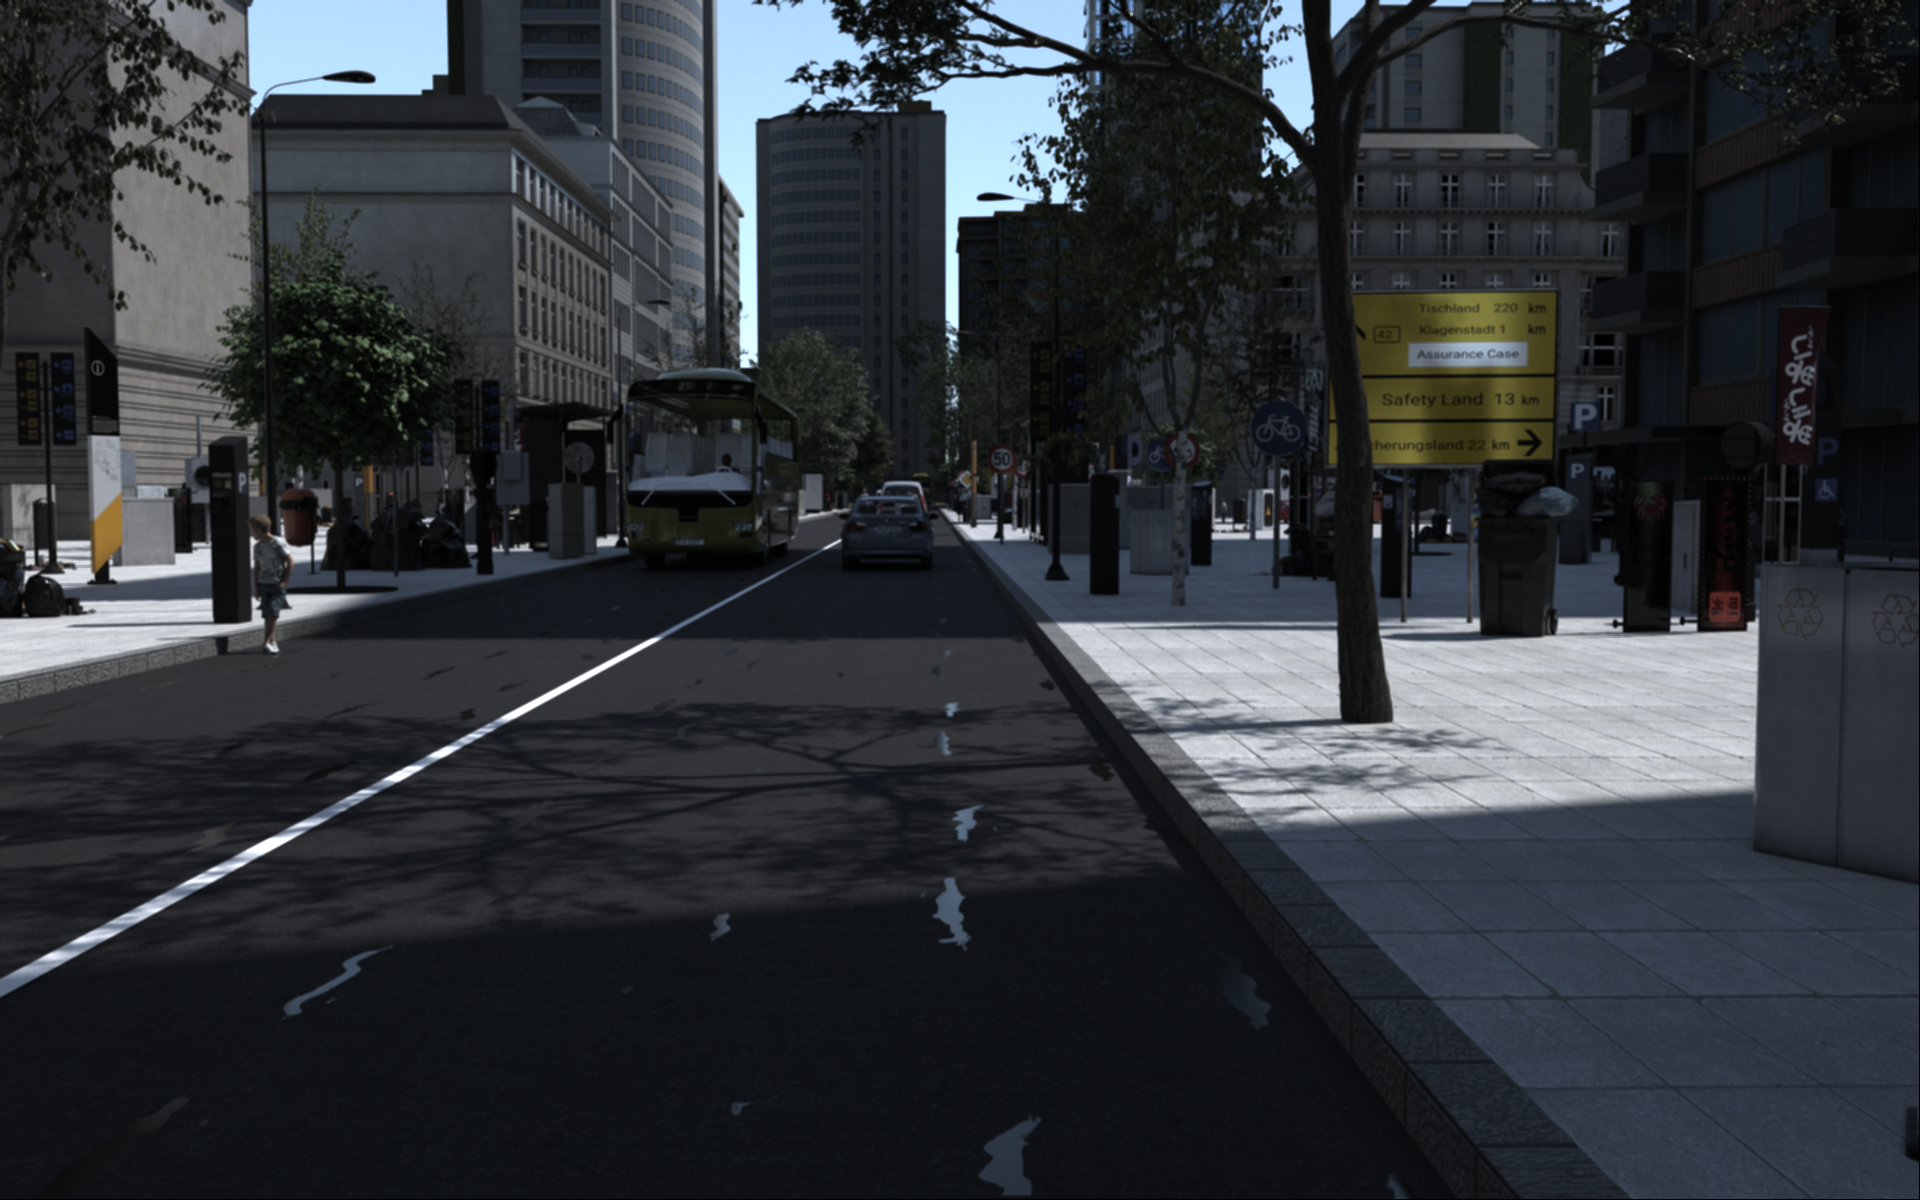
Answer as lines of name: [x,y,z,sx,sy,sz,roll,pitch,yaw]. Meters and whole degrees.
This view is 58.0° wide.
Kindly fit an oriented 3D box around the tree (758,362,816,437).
tree: [-10.148,-8.903,95.921,4.737,8.622,4.395,0,3,0]

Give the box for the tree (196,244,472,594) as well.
tree: [-8.279,-2.391,22.804,4.285,4.588,4.351,0,3,0]

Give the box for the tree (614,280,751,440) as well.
tree: [-9.166,-6.660,59.248,4.360,8.622,3.978,0,3,0]

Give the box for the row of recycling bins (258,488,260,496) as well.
row of recycling bins: [-36.063,-4.867,86.692,3.534,1.692,1.069,3,5,39]

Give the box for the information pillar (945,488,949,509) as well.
information pillar: [-1.105,-9.053,152.500,0.304,2.012,0.304,1,4,12]

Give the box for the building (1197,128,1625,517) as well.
building: [26.676,-15.841,100.797,24.055,21.916,13.314,0,4,-1]

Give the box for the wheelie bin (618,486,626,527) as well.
wheelie bin: [-13.253,-3.587,66.562,0.980,1.594,0.693,3,4,38]

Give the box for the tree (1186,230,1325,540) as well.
tree: [8.163,-5.976,48.073,4.360,8.622,3.978,0,3,0]

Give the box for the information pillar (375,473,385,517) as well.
information pillar: [-20.466,-3.463,61.113,0.304,2.012,0.304,-1,4,-15]

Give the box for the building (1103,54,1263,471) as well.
building: [20.557,-29.448,165.063,14.154,41.232,14.086,0,4,-1]

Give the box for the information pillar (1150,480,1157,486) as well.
information pillar: [10.410,-5.426,93.204,0.304,2.012,0.304,-2,4,-25]

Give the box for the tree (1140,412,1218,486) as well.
tree: [8.627,-5.242,69.428,4.285,4.588,4.351,0,3,0]

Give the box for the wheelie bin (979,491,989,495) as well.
wheelie bin: [1.560,-6.657,116.752,0.693,1.594,0.980,1,4,18]

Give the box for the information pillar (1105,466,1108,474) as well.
information pillar: [11.613,-8.930,137.354,0.183,3.616,0.504,-2,4,-30]

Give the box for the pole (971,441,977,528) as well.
pole: [0.523,-4.433,66.321,0.158,3.312,0.155,0,3,0]

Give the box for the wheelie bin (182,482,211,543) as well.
wheelie bin: [-20.236,-2.326,45.940,0.693,1.594,0.980,3,5,41]

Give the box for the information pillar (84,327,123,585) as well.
information pillar: [-12.162,-2.033,24.590,0.183,3.616,0.504,2,4,24]

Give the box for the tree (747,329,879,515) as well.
tree: [-9.915,-11.142,107.924,9.928,11.665,9.643,0,3,0]

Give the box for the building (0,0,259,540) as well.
building: [-33.105,-13.201,52.001,21.152,22.565,11.583,0,4,-1]

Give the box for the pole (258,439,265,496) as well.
pole: [-25.955,-4.315,64.396,0.158,3.312,0.155,0,3,0]

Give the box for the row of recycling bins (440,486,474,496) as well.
row of recycling bins: [-26.036,-5.042,89.542,1.069,1.692,3.534,0,4,3]

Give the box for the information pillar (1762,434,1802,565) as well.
information pillar: [10.063,-1.022,21.202,0.304,2.012,0.304,-1,4,-19]

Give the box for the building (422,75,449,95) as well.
building: [-60.551,-35.555,205.033,21.600,48.544,21.300,0,4,-1]

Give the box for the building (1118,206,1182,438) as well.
building: [22.011,-18.811,140.845,16.112,22.955,30.059,0,4,-1]

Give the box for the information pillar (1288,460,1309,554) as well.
information pillar: [7.266,-1.998,37.161,0.304,2.012,0.304,-2,4,-31]

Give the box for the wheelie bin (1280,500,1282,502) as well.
wheelie bin: [15.831,-4.772,85.934,0.980,1.594,0.693,-1,4,-16]

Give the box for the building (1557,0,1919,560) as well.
building: [28.254,-23.626,40.909,22.147,44.769,28.867,0,4,-1]

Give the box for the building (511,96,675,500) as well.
building: [-30.349,-22.016,137.449,11.434,29.767,29.804,0,4,-1]

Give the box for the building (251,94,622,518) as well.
building: [-31.644,-16.787,107.751,16.112,22.955,30.059,0,4,-1]

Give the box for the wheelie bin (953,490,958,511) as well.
wheelie bin: [-0.206,-7.439,129.543,0.693,1.594,0.980,0,4,-1]

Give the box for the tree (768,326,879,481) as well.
tree: [-10.823,-13.696,130.587,9.857,13.997,8.962,0,3,0]

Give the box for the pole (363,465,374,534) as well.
pole: [-12.987,-2.701,37.997,0.158,3.312,0.155,0,3,0]

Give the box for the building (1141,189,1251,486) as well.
building: [18.550,-16.067,117.439,10.420,20.320,16.860,0,4,-1]

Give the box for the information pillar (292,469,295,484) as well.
information pillar: [-34.640,-6.033,89.998,0.183,3.616,0.504,-1,4,-14]

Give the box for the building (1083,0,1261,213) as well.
building: [22.934,-54.303,200.523,22.319,86.520,31.000,0,4,-1]

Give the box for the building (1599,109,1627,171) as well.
building: [48.825,-17.239,99.883,19.932,24.808,12.078,0,4,-1]

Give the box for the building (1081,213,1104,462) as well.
building: [19.315,-24.938,179.440,14.160,30.474,14.107,0,4,-1]

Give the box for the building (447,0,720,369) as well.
building: [-35.526,-38.273,167.755,21.231,58.520,28.212,0,4,-1]

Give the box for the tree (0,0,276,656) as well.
tree: [-7.699,-3.873,13.690,4.360,8.622,3.978,0,3,0]

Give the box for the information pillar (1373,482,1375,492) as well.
information pillar: [13.490,-4.035,57.334,0.504,3.616,0.183,0,4,0]

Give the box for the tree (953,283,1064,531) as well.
tree: [1.898,-6.759,60.876,4.360,8.622,3.978,0,3,0]

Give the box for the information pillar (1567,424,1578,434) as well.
information pillar: [20.472,-4.063,57.790,0.504,3.616,0.183,0,4,1]

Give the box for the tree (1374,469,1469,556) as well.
tree: [9.754,-3.233,36.574,4.285,4.588,4.351,0,3,0]

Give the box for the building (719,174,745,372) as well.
building: [-37.651,-31.081,200.057,23.993,40.220,32.217,0,4,-1]

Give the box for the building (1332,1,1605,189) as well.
building: [59.308,-40.681,207.136,28.212,58.520,21.231,0,4,-1]

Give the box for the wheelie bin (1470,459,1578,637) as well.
wheelie bin: [5.096,-0.479,15.745,0.980,1.594,0.693,2,4,29]

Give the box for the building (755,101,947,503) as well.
building: [-16.244,-44.049,262.193,28.212,58.520,21.231,0,4,-1]

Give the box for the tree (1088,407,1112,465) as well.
tree: [10.799,-11.701,141.675,4.360,8.622,3.978,0,3,0]

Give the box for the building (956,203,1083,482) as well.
building: [12.283,-37.243,263.550,28.867,44.769,22.147,0,4,-1]

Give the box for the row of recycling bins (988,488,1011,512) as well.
row of recycling bins: [2.974,-7.043,122.260,1.069,1.692,3.534,-2,4,-26]

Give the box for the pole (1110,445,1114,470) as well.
pole: [6.337,-4.780,71.997,0.158,3.312,0.155,0,3,0]

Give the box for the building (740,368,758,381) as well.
building: [-45.215,-25.711,265.420,28.899,21.520,27.650,0,4,-1]
